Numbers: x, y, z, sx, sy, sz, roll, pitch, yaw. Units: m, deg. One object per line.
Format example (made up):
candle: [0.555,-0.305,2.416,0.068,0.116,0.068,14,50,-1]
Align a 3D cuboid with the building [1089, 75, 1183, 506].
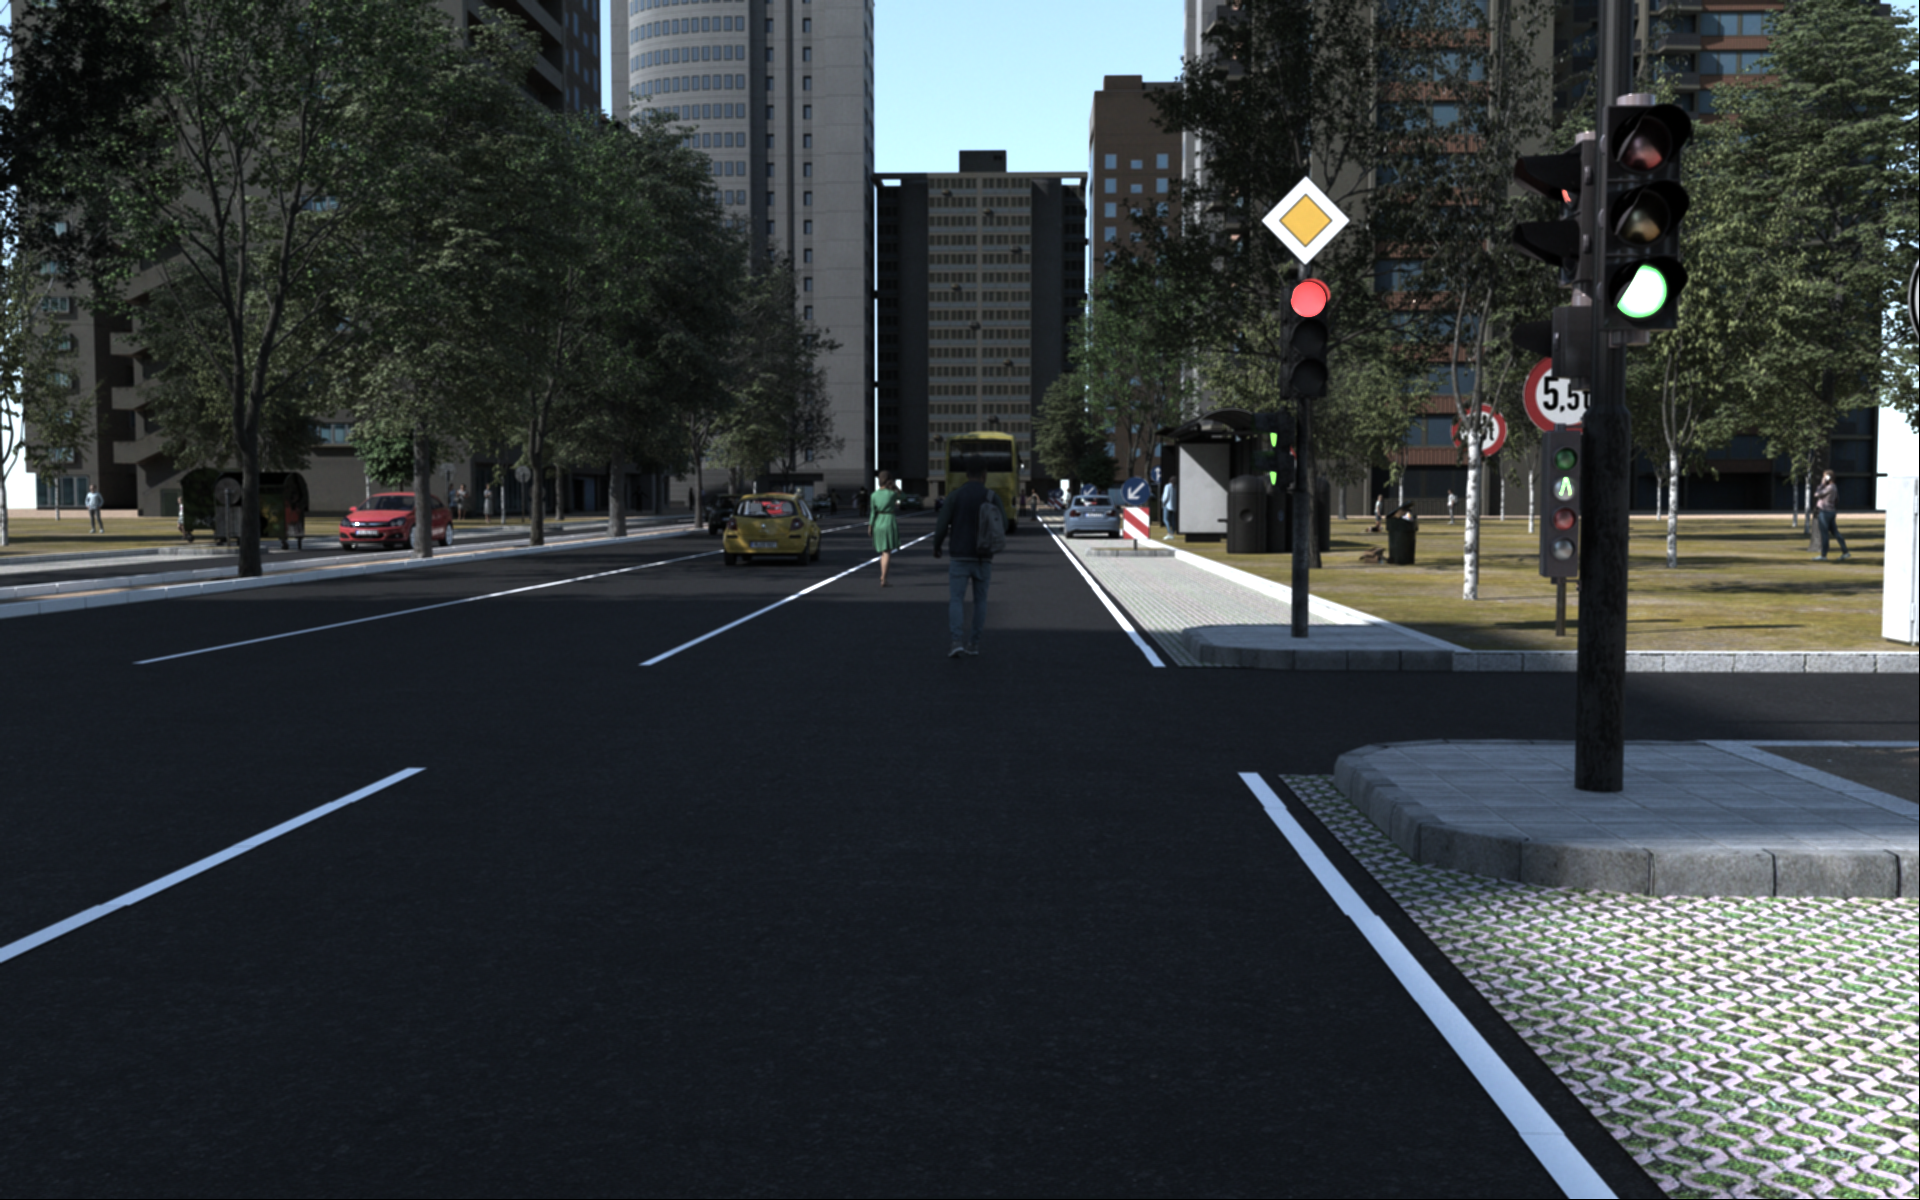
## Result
building: [21.357,-32.934,188.584,14.200,45.320,14.600,0,4,2]

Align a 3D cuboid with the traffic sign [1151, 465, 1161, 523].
traffic sign: [8.842,-4.699,76.934,0.768,2.556,0.104,1,4,10]

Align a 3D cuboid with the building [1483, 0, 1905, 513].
building: [62.218,-30.037,145.734,28.867,44.769,22.147,0,4,2]

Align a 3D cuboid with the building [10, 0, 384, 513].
building: [-64.956,-32.141,149.200,21.600,48.544,21.300,0,4,2]

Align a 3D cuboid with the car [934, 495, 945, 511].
car: [-1.228,-8.125,145.420,1.945,1.354,3.894,0,4,1]

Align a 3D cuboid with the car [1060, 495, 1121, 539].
car: [4.292,-2.726,56.576,2.014,1.417,4.499,0,4,2]

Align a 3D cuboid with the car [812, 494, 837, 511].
car: [-11.506,-8.314,147.728,2.131,1.459,4.920,0,4,1]

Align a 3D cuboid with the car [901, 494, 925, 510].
car: [-4.225,-8.749,154.846,2.131,1.459,4.920,0,4,2]

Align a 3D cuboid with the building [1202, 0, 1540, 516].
building: [27.727,-28.077,113.684,22.147,44.769,28.867,0,4,2]

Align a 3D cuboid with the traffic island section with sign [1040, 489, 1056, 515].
traffic island section with sign: [6.568,-6.643,117.240,1.989,1.847,2.006,0,4,2]

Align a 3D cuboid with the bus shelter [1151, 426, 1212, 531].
bus shelter: [8.068,-4.401,63.245,1.731,3.624,6.357,0,4,2]

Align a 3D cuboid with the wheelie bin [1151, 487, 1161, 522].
wheelie bin: [8.928,-4.374,79.421,0.693,1.594,0.980,2,4,27]

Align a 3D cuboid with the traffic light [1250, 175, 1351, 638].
traffic light: [3.031,-1.622,15.433,0.839,4.253,0.868,0,4,2]

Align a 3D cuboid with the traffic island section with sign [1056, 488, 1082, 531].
traffic island section with sign: [4.855,-3.578,67.135,1.989,1.847,2.006,0,4,2]

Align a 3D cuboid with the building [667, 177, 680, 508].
building: [-32.296,-23.299,152.641,14.107,30.474,14.160,0,4,2]

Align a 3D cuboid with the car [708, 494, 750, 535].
car: [-7.931,-3.224,62.495,2.009,1.686,4.222,0,4,3]

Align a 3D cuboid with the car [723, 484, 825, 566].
car: [-3.870,-1.584,36.126,2.015,1.641,3.980,0,4,0]

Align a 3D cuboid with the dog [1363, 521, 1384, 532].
dog: [13.811,-2.460,57.952,0.748,0.427,0.550,2,4,32]

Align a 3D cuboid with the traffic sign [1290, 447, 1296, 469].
traffic sign: [8.183,-2.647,43.288,0.884,2.594,0.081,0,4,6]

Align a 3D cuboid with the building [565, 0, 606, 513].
building: [-33.304,-28.738,119.972,14.600,45.320,14.200,0,4,2]

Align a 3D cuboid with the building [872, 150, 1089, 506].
building: [2.539,-30.974,198.313,23.993,40.220,32.217,0,4,2]

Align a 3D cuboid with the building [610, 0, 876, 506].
building: [-23.767,-39.828,193.185,28.212,58.520,21.231,0,4,2]

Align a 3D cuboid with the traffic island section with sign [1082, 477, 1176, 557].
traffic island section with sign: [3.919,-1.927,40.130,1.989,1.847,2.006,0,4,2]

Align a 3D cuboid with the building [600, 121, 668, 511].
building: [-31.468,-22.189,134.498,14.160,30.474,14.107,0,4,2]

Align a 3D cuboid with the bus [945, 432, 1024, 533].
bus: [1.003,-4.630,67.249,2.896,3.916,12.252,0,4,3]

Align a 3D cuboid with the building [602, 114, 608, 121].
building: [-52.645,-33.001,194.186,28.867,44.769,22.147,0,4,2]

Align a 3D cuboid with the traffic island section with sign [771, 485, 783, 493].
traffic island section with sign: [-9.676,-5.057,90.825,2.006,1.907,1.989,0,4,2]

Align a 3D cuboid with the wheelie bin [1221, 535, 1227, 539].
wheelie bin: [7.646,-2.549,49.588,0.980,1.594,0.693,-3,5,-44]

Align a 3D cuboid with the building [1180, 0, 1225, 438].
building: [28.942,-36.752,142.900,21.231,58.520,28.212,0,4,2]

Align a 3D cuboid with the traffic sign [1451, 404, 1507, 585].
traffic sign: [7.298,-1.488,24.435,0.768,2.556,0.104,1,4,9]

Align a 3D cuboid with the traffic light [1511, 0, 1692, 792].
traffic light: [0.663,-2.001,7.383,4.771,5.953,1.251,0,4,2]

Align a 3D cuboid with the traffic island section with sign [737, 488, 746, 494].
traffic island section with sign: [-15.002,-6.746,118.921,1.989,1.847,2.006,0,4,2]

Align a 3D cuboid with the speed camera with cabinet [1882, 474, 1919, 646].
speed camera with cabinet: [9.021,-1.242,14.636,2.038,3.252,0.660,0,4,6]

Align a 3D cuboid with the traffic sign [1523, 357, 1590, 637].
traffic sign: [5.419,-0.944,15.548,0.768,2.556,0.104,0,4,6]

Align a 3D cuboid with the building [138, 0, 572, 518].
building: [-36.451,-29.260,102.104,21.300,48.544,21.600,0,4,2]

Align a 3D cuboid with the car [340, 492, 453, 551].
car: [-14.629,-2.203,45.055,2.155,1.783,4.494,0,4,2]

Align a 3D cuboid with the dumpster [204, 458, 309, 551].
dumpster: [-17.781,-2.389,44.016,1.985,2.255,1.502,0,4,3]

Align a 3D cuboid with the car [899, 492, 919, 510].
car: [-4.594,-9.333,161.388,1.959,1.807,4.718,0,4,4]

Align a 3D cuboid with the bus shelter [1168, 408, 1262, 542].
bus shelter: [6.436,-3.024,43.371,2.014,3.302,5.546,0,4,2]

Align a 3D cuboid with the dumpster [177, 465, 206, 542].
dumpster: [-19.934,-2.700,46.634,1.502,2.255,1.985,0,4,2]

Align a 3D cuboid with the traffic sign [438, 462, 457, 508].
traffic sign: [-20.208,-4.169,68.276,0.768,2.556,0.104,1,4,11]

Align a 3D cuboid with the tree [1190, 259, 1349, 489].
tree: [9.141,-6.252,52.584,4.737,8.622,4.395,0,3,0]

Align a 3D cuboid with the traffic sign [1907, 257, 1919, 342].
traffic sign: [4.662,-0.475,7.865,0.768,2.556,0.104,0,4,7]

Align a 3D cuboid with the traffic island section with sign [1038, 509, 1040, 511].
traffic island section with sign: [7.508,-8.312,144.534,1.989,1.847,2.006,0,4,2]

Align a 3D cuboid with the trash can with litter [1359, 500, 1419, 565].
trash can with litter: [7.829,-1.239,31.643,1.055,1.170,0.624,2,4,32]

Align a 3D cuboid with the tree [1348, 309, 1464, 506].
tree: [17.206,-7.213,68.302,4.737,8.622,4.395,0,3,0]

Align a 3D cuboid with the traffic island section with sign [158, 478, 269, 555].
traffic island section with sign: [-17.667,-1.996,41.260,1.989,1.847,2.006,0,4,2]

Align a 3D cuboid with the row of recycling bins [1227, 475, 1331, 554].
row of recycling bins: [7.040,-1.911,38.364,1.069,1.692,3.534,3,5,42]

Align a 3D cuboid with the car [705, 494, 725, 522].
car: [-12.016,-4.840,88.924,2.009,1.686,4.222,0,4,1]

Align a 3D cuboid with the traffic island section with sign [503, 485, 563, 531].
traffic island section with sign: [-16.752,-3.644,68.200,1.989,1.847,2.006,0,4,2]

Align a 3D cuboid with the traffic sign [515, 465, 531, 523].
traffic sign: [-19.471,-4.711,77.125,0.768,2.556,0.104,1,4,11]

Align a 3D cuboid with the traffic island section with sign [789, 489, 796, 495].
traffic island section with sign: [-14.075,-8.393,145.860,1.989,1.847,2.006,0,4,2]
